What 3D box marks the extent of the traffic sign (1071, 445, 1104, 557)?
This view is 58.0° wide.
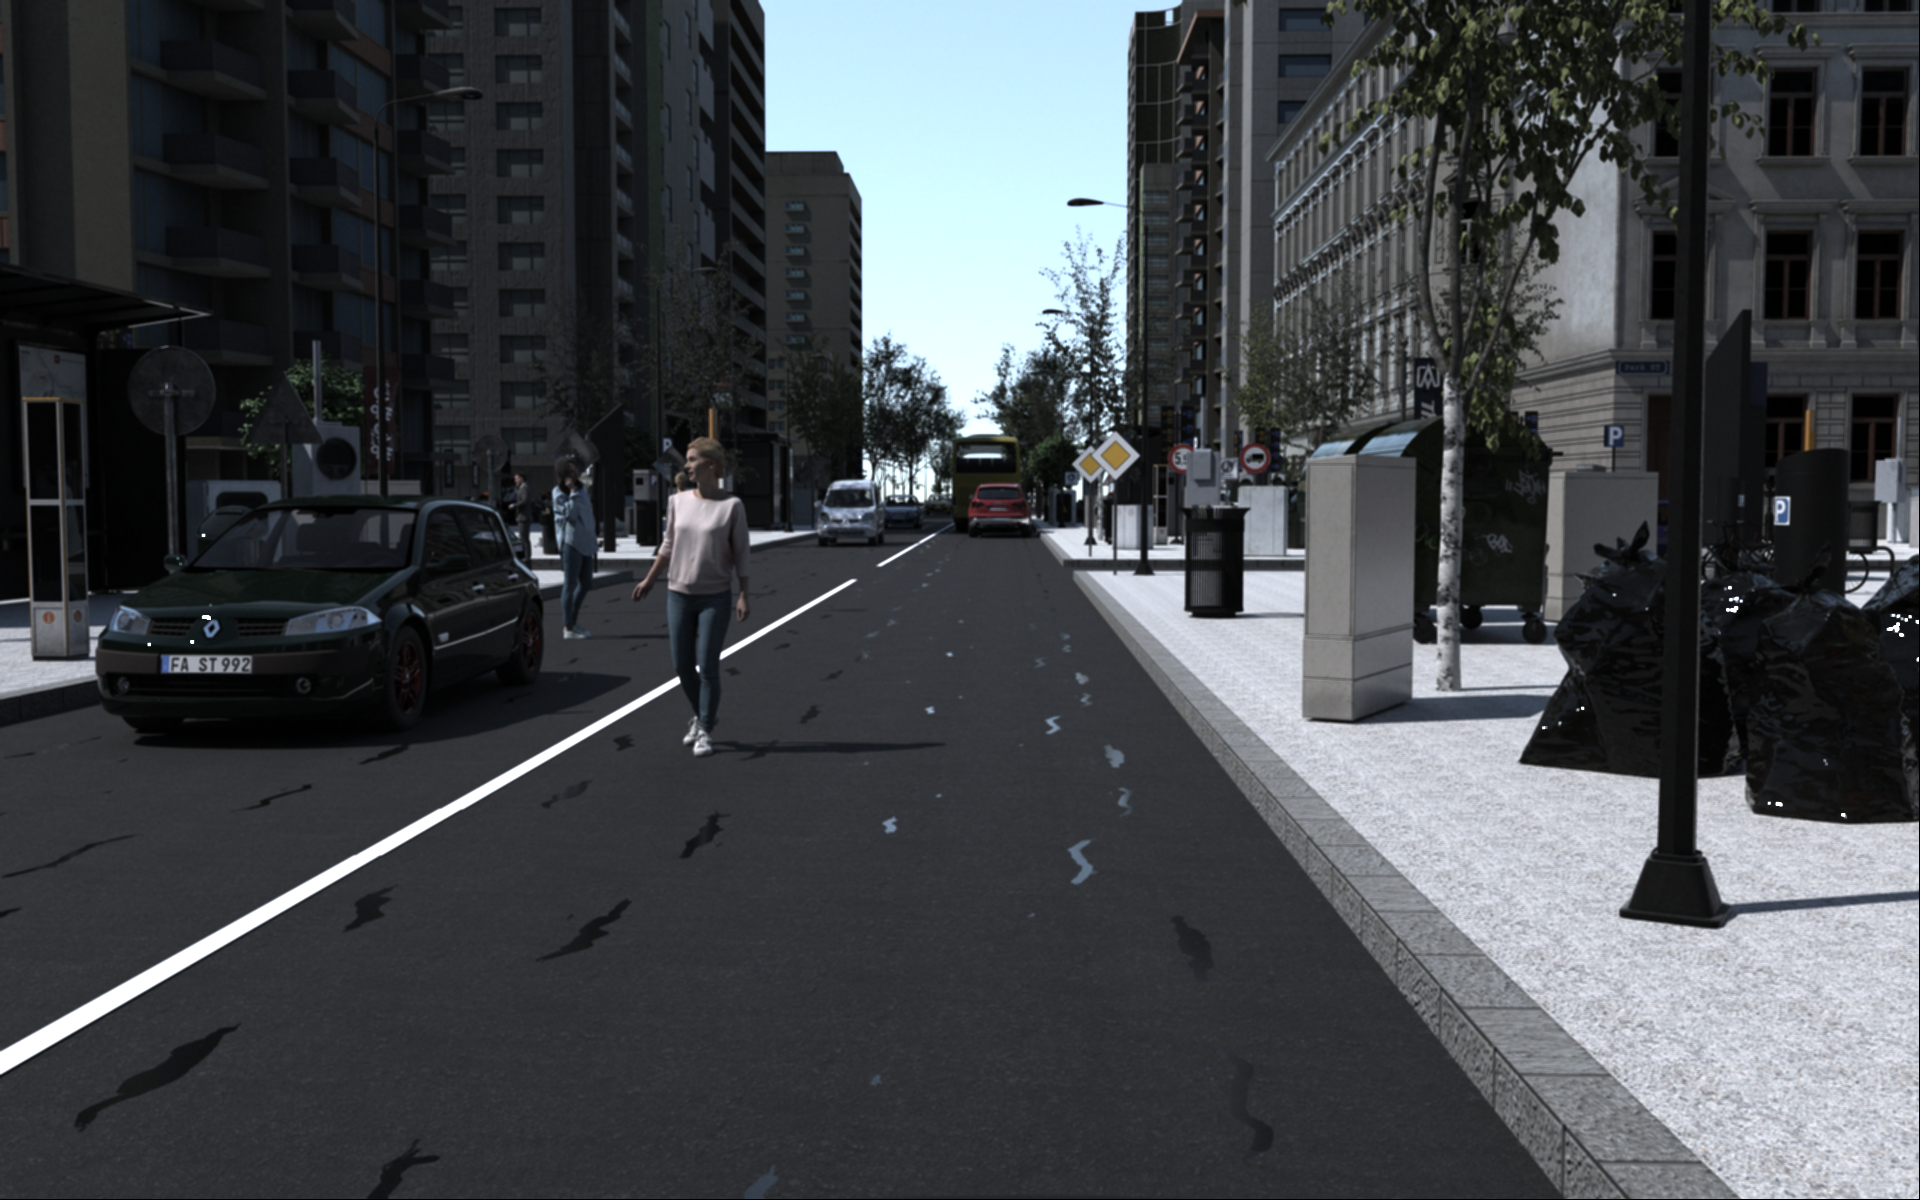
[{"bbox_3d":[2.663,-1.940,35.358,0.795,2.450,0.064,0,4,1],"label":"traffic sign"}]

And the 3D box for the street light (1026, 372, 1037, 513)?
[{"bbox_3d":[3.337,-5.702,65.765,1.470,5.913,1.316,0,4,1],"label":"street light"}]

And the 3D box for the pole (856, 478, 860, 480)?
[{"bbox_3d":[-6.355,-6.985,108.042,0.158,3.312,0.155,0,3,0],"label":"pole"}]

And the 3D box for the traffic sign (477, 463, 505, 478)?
[{"bbox_3d":[-10.622,-2.390,39.186,0.768,2.556,0.104,1,4,10],"label":"traffic sign"}]

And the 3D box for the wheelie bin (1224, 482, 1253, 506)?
[{"bbox_3d":[7.580,-2.365,46.578,0.980,1.594,0.693,1,4,16],"label":"wheelie bin"}]

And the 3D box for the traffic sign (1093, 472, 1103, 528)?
[{"bbox_3d":[5.042,-3.964,64.916,0.768,2.556,0.104,0,4,2],"label":"traffic sign"}]

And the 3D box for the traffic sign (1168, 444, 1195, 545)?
[{"bbox_3d":[5.644,-2.674,43.822,0.768,2.556,0.104,0,4,7],"label":"traffic sign"}]

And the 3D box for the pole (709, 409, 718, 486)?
[{"bbox_3d":[-5.885,-2.910,41.416,0.158,3.312,0.155,0,3,0],"label":"pole"}]

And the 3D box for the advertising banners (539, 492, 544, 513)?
[{"bbox_3d":[-21.830,-5.942,93.335,2.074,3.025,0.090,2,4,27],"label":"advertising banners"}]

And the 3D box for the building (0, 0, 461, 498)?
[{"bbox_3d":[-32.498,-25.131,65.523,22.147,44.769,28.867,0,4,1],"label":"building"}]

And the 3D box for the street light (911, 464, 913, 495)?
[{"bbox_3d":[-3.748,-8.531,112.026,1.470,5.913,1.316,0,4,1],"label":"street light"}]

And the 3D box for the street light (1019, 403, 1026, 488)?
[{"bbox_3d":[3.866,-7.064,88.042,1.470,5.913,1.316,0,4,1],"label":"street light"}]

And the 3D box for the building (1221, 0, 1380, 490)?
[{"bbox_3d":[30.145,-35.848,128.113,21.231,58.520,28.212,0,4,1],"label":"building"}]

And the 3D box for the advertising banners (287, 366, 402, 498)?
[{"bbox_3d":[-8.566,-1.667,23.439,2.074,3.025,0.090,-2,4,-34],"label":"advertising banners"}]

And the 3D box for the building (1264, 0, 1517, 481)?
[{"bbox_3d":[27.157,-19.041,87.735,17.030,29.872,44.131,0,4,1],"label":"building"}]

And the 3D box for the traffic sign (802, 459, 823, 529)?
[{"bbox_3d":[-5.417,-3.893,63.755,0.768,2.556,0.104,0,4,2],"label":"traffic sign"}]

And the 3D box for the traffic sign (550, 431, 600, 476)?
[{"bbox_3d":[-6.137,-1.467,27.620,0.795,2.450,0.064,0,4,1],"label":"traffic sign"}]

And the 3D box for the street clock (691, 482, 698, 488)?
[{"bbox_3d":[-12.778,-4.860,84.027,0.471,2.002,0.358,-1,4,-17],"label":"street clock"}]

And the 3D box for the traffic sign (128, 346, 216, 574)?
[{"bbox_3d":[-6.798,-0.907,14.943,0.768,2.556,0.104,0,4,3],"label":"traffic sign"}]

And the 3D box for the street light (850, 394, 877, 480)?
[{"bbox_3d":[-4.541,-6.615,80.693,1.470,5.913,1.316,0,4,1],"label":"street light"}]

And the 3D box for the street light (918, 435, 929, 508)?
[{"bbox_3d":[-3.173,-9.889,134.221,1.470,5.913,1.316,0,4,1],"label":"street light"}]

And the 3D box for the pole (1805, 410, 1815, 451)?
[{"bbox_3d":[20.653,-2.954,42.147,0.158,3.312,0.155,0,3,0],"label":"pole"}]

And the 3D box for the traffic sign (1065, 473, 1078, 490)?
[{"bbox_3d":[5.172,-4.792,80.484,0.606,2.300,0.079,0,4,4],"label":"traffic sign"}]

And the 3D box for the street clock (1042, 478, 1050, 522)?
[{"bbox_3d":[3.968,-4.600,79.785,0.358,2.002,0.471,1,4,17],"label":"street clock"}]

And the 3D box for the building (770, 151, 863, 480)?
[{"bbox_3d":[-25.475,-38.182,247.972,21.300,48.544,21.600,0,4,1],"label":"building"}]

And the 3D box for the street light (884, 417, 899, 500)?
[{"bbox_3d":[-3.986,-8.062,104.348,1.470,5.913,1.316,0,4,1],"label":"street light"}]

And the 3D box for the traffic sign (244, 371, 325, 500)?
[{"bbox_3d":[-7.172,-1.124,18.384,0.884,2.594,0.081,0,4,4],"label":"traffic sign"}]

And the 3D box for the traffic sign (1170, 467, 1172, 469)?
[{"bbox_3d":[8.571,-4.138,67.763,0.768,2.556,0.104,1,4,11],"label":"traffic sign"}]

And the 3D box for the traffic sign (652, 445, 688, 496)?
[{"bbox_3d":[-5.928,-1.955,35.602,0.795,2.450,0.064,0,4,1],"label":"traffic sign"}]

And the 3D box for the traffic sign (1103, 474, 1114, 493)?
[{"bbox_3d":[9.512,-6.768,110.655,0.884,2.594,0.081,0,4,7],"label":"traffic sign"}]

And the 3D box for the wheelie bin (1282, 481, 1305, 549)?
[{"bbox_3d":[7.868,-2.003,40.660,0.980,1.594,0.693,3,5,41],"label":"wheelie bin"}]

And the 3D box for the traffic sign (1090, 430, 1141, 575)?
[{"bbox_3d":[2.454,-1.452,27.376,0.795,2.450,0.064,0,4,1],"label":"traffic sign"}]

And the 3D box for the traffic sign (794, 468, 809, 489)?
[{"bbox_3d":[-7.715,-5.159,84.460,0.768,2.556,0.104,0,4,7],"label":"traffic sign"}]

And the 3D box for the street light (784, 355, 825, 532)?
[{"bbox_3d":[-5.198,-5.220,57.890,1.470,5.913,1.316,0,4,1],"label":"street light"}]

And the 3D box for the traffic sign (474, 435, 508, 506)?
[{"bbox_3d":[-10.096,-2.272,37.257,0.768,2.556,0.104,1,4,11],"label":"traffic sign"}]

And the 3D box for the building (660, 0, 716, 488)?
[{"bbox_3d":[-32.771,-32.729,124.358,28.713,52.752,27.495,0,4,1],"label":"building"}]

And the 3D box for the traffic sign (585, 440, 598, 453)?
[{"bbox_3d":[-8.795,-2.463,40.370,0.768,2.556,0.104,1,4,11],"label":"traffic sign"}]

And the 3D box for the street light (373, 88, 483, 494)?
[{"bbox_3d":[-6.147,-2.901,19.972,1.470,5.913,1.316,0,4,1],"label":"street light"}]

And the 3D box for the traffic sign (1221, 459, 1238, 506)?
[{"bbox_3d":[7.545,-2.864,48.950,0.606,2.300,0.079,0,4,2],"label":"traffic sign"}]

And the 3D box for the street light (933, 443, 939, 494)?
[{"bbox_3d":[-2.568,-11.282,156.999,1.470,5.913,1.316,0,4,1],"label":"street light"}]

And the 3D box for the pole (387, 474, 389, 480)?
[{"bbox_3d":[-11.950,-2.579,36.007,0.158,3.312,0.155,0,3,0],"label":"pole"}]

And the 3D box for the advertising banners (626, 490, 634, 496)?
[{"bbox_3d":[-13.021,-4.444,68.840,2.074,3.025,0.090,-1,4,-20],"label":"advertising banners"}]

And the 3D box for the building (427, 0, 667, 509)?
[{"bbox_3d":[-25.606,-25.547,101.296,14.154,41.232,14.086,0,4,1],"label":"building"}]

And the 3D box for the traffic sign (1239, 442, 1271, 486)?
[{"bbox_3d":[7.283,-2.614,42.843,0.768,2.556,0.104,0,4,2],"label":"traffic sign"}]

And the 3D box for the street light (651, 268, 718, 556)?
[{"bbox_3d":[-5.664,-3.862,35.692,1.470,5.913,1.316,0,4,1],"label":"street light"}]

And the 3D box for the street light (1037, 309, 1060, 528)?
[{"bbox_3d":[2.756,-4.344,43.570,1.470,5.913,1.316,0,4,1],"label":"street light"}]

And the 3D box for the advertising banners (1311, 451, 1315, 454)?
[{"bbox_3d":[13.532,-4.490,69.601,2.074,3.025,0.090,-1,4,-12],"label":"advertising banners"}]

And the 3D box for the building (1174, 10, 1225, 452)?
[{"bbox_3d":[31.182,-30.726,157.001,22.147,44.769,28.867,0,4,1],"label":"building"}]

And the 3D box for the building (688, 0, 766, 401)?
[{"bbox_3d":[-28.714,-32.122,148.890,21.300,48.544,21.600,0,4,1],"label":"building"}]

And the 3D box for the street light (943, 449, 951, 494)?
[{"bbox_3d":[-1.977,-12.639,179.194,1.470,5.913,1.316,0,4,1],"label":"street light"}]

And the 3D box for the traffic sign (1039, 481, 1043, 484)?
[{"bbox_3d":[4.734,-5.862,95.845,0.884,2.594,0.081,0,4,2],"label":"traffic sign"}]

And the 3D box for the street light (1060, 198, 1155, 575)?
[{"bbox_3d":[2.379,-3.351,27.322,1.470,5.913,1.316,0,4,1],"label":"street light"}]

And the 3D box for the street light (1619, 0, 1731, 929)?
[{"bbox_3d":[1.643,-1.993,5.131,1.470,5.913,1.316,0,4,1],"label":"street light"}]

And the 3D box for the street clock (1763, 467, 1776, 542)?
[{"bbox_3d":[21.887,-2.584,46.816,0.471,2.002,0.358,-2,4,-24],"label":"street clock"}]

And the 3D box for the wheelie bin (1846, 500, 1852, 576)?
[{"bbox_3d":[12.774,-1.090,25.722,0.693,1.594,0.980,0,4,6],"label":"wheelie bin"}]

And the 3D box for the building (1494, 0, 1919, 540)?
[{"bbox_3d":[28.329,-13.265,53.033,21.152,22.565,11.583,0,4,1],"label":"building"}]

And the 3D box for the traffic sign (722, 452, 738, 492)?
[{"bbox_3d":[-6.990,-3.144,51.508,0.768,2.556,0.104,0,4,3],"label":"traffic sign"}]

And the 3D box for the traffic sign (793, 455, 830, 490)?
[{"bbox_3d":[-7.897,-5.922,90.694,2.265,3.308,0.079,1,4,9],"label":"traffic sign"}]
